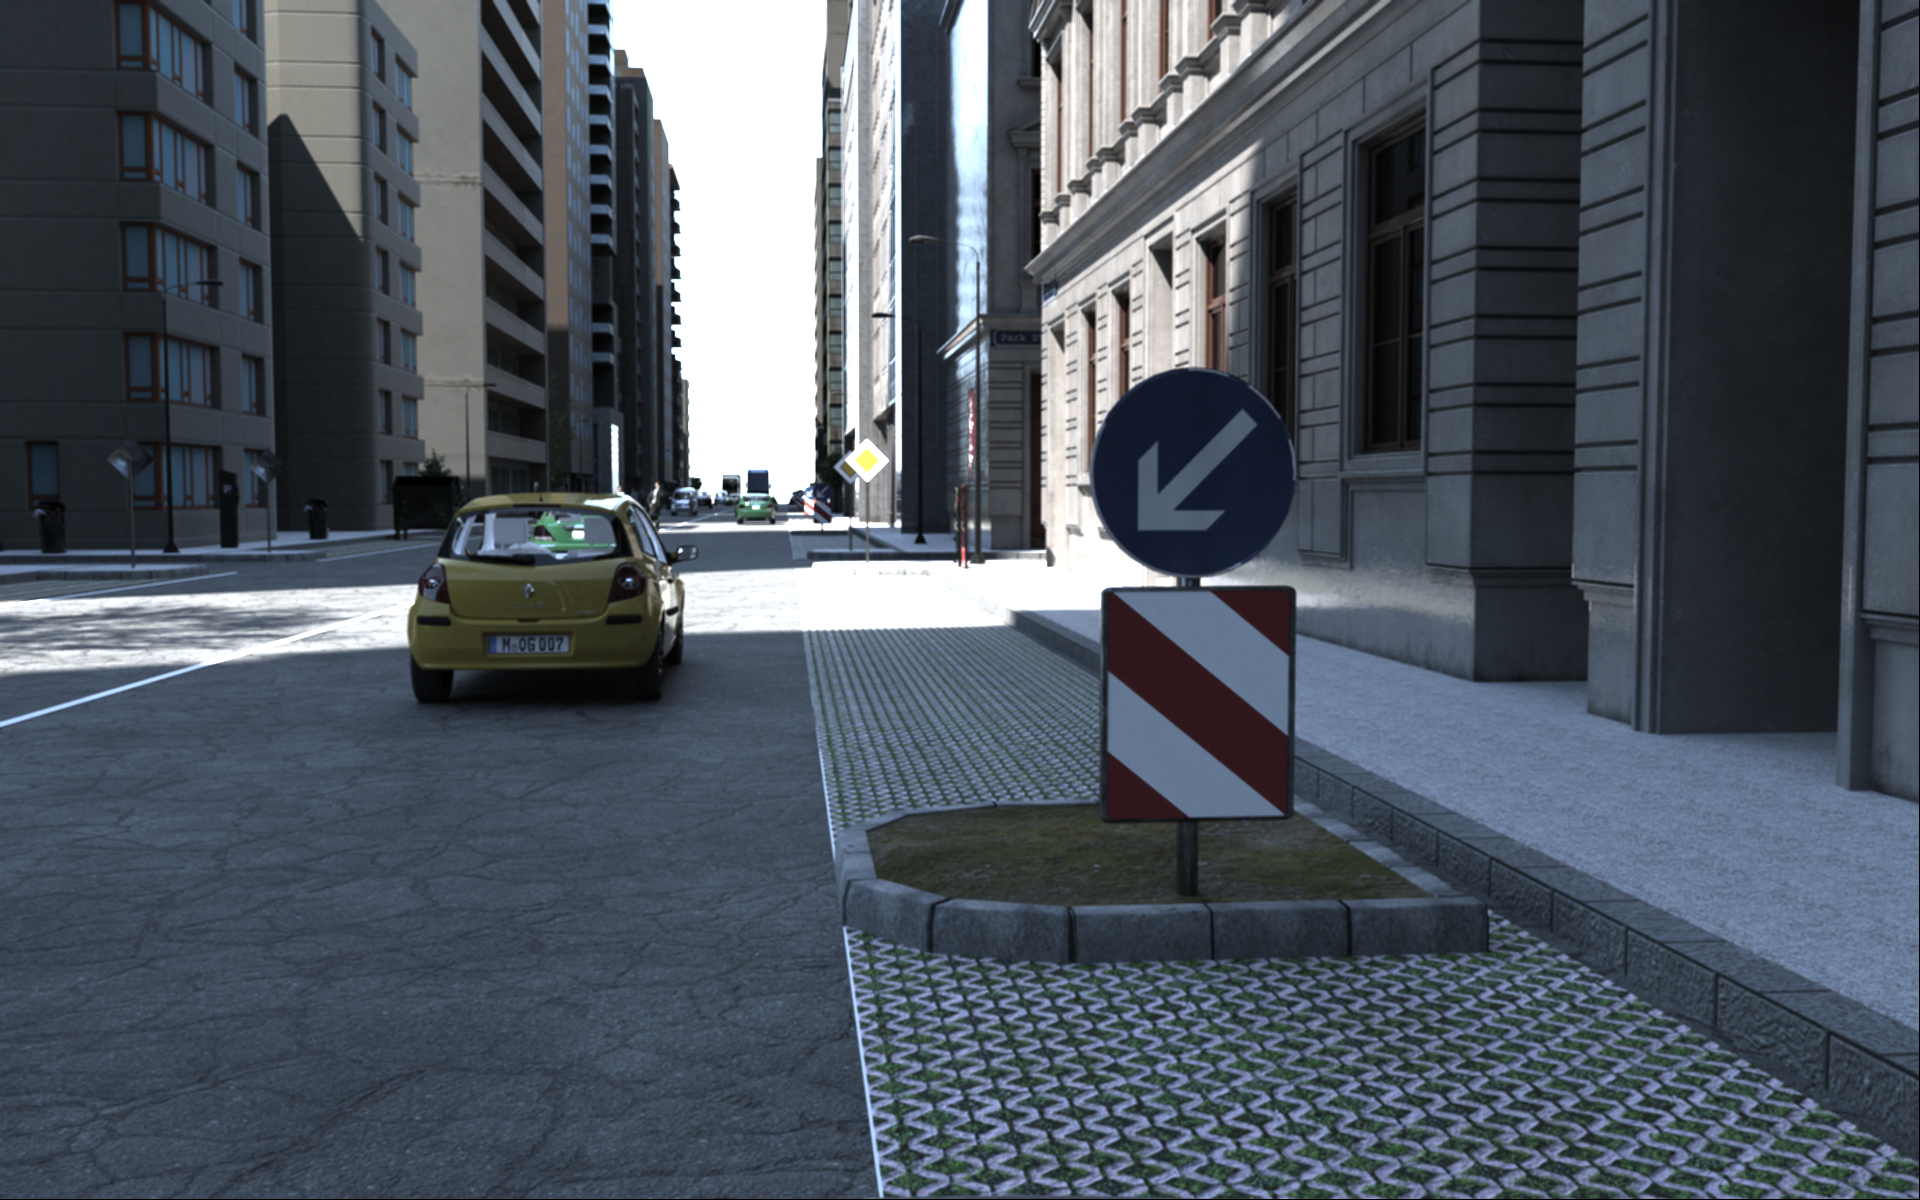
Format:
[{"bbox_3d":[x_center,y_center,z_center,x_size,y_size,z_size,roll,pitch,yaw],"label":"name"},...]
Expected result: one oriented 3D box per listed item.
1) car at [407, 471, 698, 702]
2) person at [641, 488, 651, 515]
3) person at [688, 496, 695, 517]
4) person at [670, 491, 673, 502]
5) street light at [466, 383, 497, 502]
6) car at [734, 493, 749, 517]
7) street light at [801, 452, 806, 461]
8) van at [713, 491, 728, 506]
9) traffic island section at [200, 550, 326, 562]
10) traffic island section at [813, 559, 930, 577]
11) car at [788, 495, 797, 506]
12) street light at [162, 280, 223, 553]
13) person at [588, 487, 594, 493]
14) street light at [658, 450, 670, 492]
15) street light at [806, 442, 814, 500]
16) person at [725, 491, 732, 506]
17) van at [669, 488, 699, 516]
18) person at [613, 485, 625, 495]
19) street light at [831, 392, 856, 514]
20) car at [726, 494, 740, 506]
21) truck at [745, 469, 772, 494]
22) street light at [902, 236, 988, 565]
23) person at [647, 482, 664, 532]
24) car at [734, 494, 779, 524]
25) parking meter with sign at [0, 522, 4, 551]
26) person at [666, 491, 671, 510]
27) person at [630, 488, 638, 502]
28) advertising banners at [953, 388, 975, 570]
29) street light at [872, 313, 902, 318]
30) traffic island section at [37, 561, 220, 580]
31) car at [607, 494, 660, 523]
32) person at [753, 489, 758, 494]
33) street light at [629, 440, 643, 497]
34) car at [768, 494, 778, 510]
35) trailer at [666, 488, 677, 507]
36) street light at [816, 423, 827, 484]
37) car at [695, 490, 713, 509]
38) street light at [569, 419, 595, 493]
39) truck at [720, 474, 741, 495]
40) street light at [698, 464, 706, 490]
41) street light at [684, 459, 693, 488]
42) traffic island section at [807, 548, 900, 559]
[{"bbox_3d":[-3.067,-0.195,13.406,2.015,1.641,3.980,0,4,-6],"label":"car"},{"bbox_3d":[-21.154,-6.695,118.050,1.350,1.814,0.705,1,4,13],"label":"person"},{"bbox_3d":[-16.825,-5.865,108.667,0.640,1.303,0.475,2,4,34],"label":"person"},{"bbox_3d":[-25.650,-8.886,154.574,1.217,1.735,0.721,3,5,40],"label":"person"},{"bbox_3d":[-20.111,-6.126,72.702,1.470,5.913,1.316,0,4,-6],"label":"street light"},{"bbox_3d":[-13.512,-6.161,110.956,2.015,1.641,3.980,0,4,-5],"label":"car"},{"bbox_3d":[-17.500,-14.055,202.342,1.470,5.913,1.316,0,4,-6],"label":"street light"},{"bbox_3d":[-30.144,-12.923,218.306,2.013,2.044,4.112,0,4,-4],"label":"van"},{"bbox_3d":[-15.185,-0.963,38.028,2.009,0.180,2.903,0,4,-6],"label":"traffic island section"},{"bbox_3d":[-1.654,-0.555,31.362,2.009,0.180,2.903,0,4,-6],"label":"traffic island section"},{"bbox_3d":[-20.461,-12.444,216.042,1.945,1.354,3.894,0,4,-7],"label":"car"},{"bbox_3d":[-16.662,-3.981,37.635,1.470,5.913,1.316,0,4,-6],"label":"street light"},{"bbox_3d":[-17.814,-4.534,83.226,0.643,1.750,0.593,0,4,4],"label":"person"},{"bbox_3d":[-31.368,-12.899,183.438,1.470,5.913,1.316,0,4,-6],"label":"street light"},{"bbox_3d":[-12.836,-11.156,154.937,1.470,5.913,1.316,0,4,-6],"label":"street light"},{"bbox_3d":[-28.289,-12.491,212.804,1.350,1.814,0.705,-3,5,-40],"label":"person"},{"bbox_3d":[-18.579,-6.710,116.727,2.013,2.044,4.112,0,4,-6],"label":"van"},{"bbox_3d":[-15.863,-4.389,80.359,0.679,1.850,0.850,0,4,-7],"label":"person"},{"bbox_3d":[-5.176,-6.526,79.246,1.470,5.913,1.316,0,4,-6],"label":"street light"},{"bbox_3d":[-27.082,-12.098,208.023,2.015,1.641,3.980,0,4,-6],"label":"car"},{"bbox_3d":[-20.979,-11.581,179.107,2.967,4.110,18.799,0,4,-6],"label":"truck"},{"bbox_3d":[-0.212,-3.599,31.381,1.470,5.913,1.316,0,4,-6],"label":"street light"},{"bbox_3d":[-11.496,-3.526,65.509,0.648,1.900,0.474,-1,4,-14],"label":"person"},{"bbox_3d":[-9.823,-4.389,83.565,2.131,1.459,4.920,0,4,-6],"label":"car"},{"bbox_3d":[-22.234,-2.576,38.371,1.738,3.016,0.543,-2,4,-33],"label":"parking meter with sign"},{"bbox_3d":[-25.569,-8.738,152.162,0.445,1.727,0.742,0,4,0],"label":"person"},{"bbox_3d":[-19.881,-5.925,105.477,0.635,1.810,0.391,2,4,28],"label":"person"},{"bbox_3d":[0.075,-2.042,29.580,0.090,3.025,2.074,-1,4,-8],"label":"advertising banners"},{"bbox_3d":[-1.564,-4.407,44.600,1.470,5.913,1.316,0,4,-6],"label":"street light"},{"bbox_3d":[-14.381,-0.477,30.083,2.009,0.180,2.903,0,4,-6],"label":"traffic island section"},{"bbox_3d":[-6.216,-1.083,29.509,2.131,1.459,4.920,0,4,-7],"label":"car"},{"bbox_3d":[-17.560,-8.574,148.641,1.348,1.831,0.705,-1,4,-16],"label":"person"},{"bbox_3d":[-27.879,-10.788,148.932,1.470,5.913,1.316,0,4,-6],"label":"street light"},{"bbox_3d":[-17.650,-8.981,158.838,2.014,1.417,4.499,0,4,-5],"label":"car"},{"bbox_3d":[-28.347,-10.037,171.161,1.471,1.999,3.904,0,4,-6],"label":"trailer"},{"bbox_3d":[-8.621,-8.637,113.756,1.470,5.913,1.316,0,4,-6],"label":"street light"},{"bbox_3d":[-25.629,-9.987,171.960,2.281,1.827,5.304,0,4,-7],"label":"car"},{"bbox_3d":[-23.693,-8.270,107.756,1.470,5.913,1.316,0,4,-6],"label":"street light"},{"bbox_3d":[-32.306,-15.647,244.745,2.839,4.237,11.283,0,4,-5],"label":"truck"},{"bbox_3d":[-39.697,-17.964,266.244,1.470,5.913,1.316,0,4,-6],"label":"street light"},{"bbox_3d":[-36.308,-15.852,231.728,1.470,5.913,1.316,0,4,-6],"label":"street light"},{"bbox_3d":[-2.458,-1.041,39.307,2.009,0.180,2.903,0,4,-6],"label":"traffic island section"}]
